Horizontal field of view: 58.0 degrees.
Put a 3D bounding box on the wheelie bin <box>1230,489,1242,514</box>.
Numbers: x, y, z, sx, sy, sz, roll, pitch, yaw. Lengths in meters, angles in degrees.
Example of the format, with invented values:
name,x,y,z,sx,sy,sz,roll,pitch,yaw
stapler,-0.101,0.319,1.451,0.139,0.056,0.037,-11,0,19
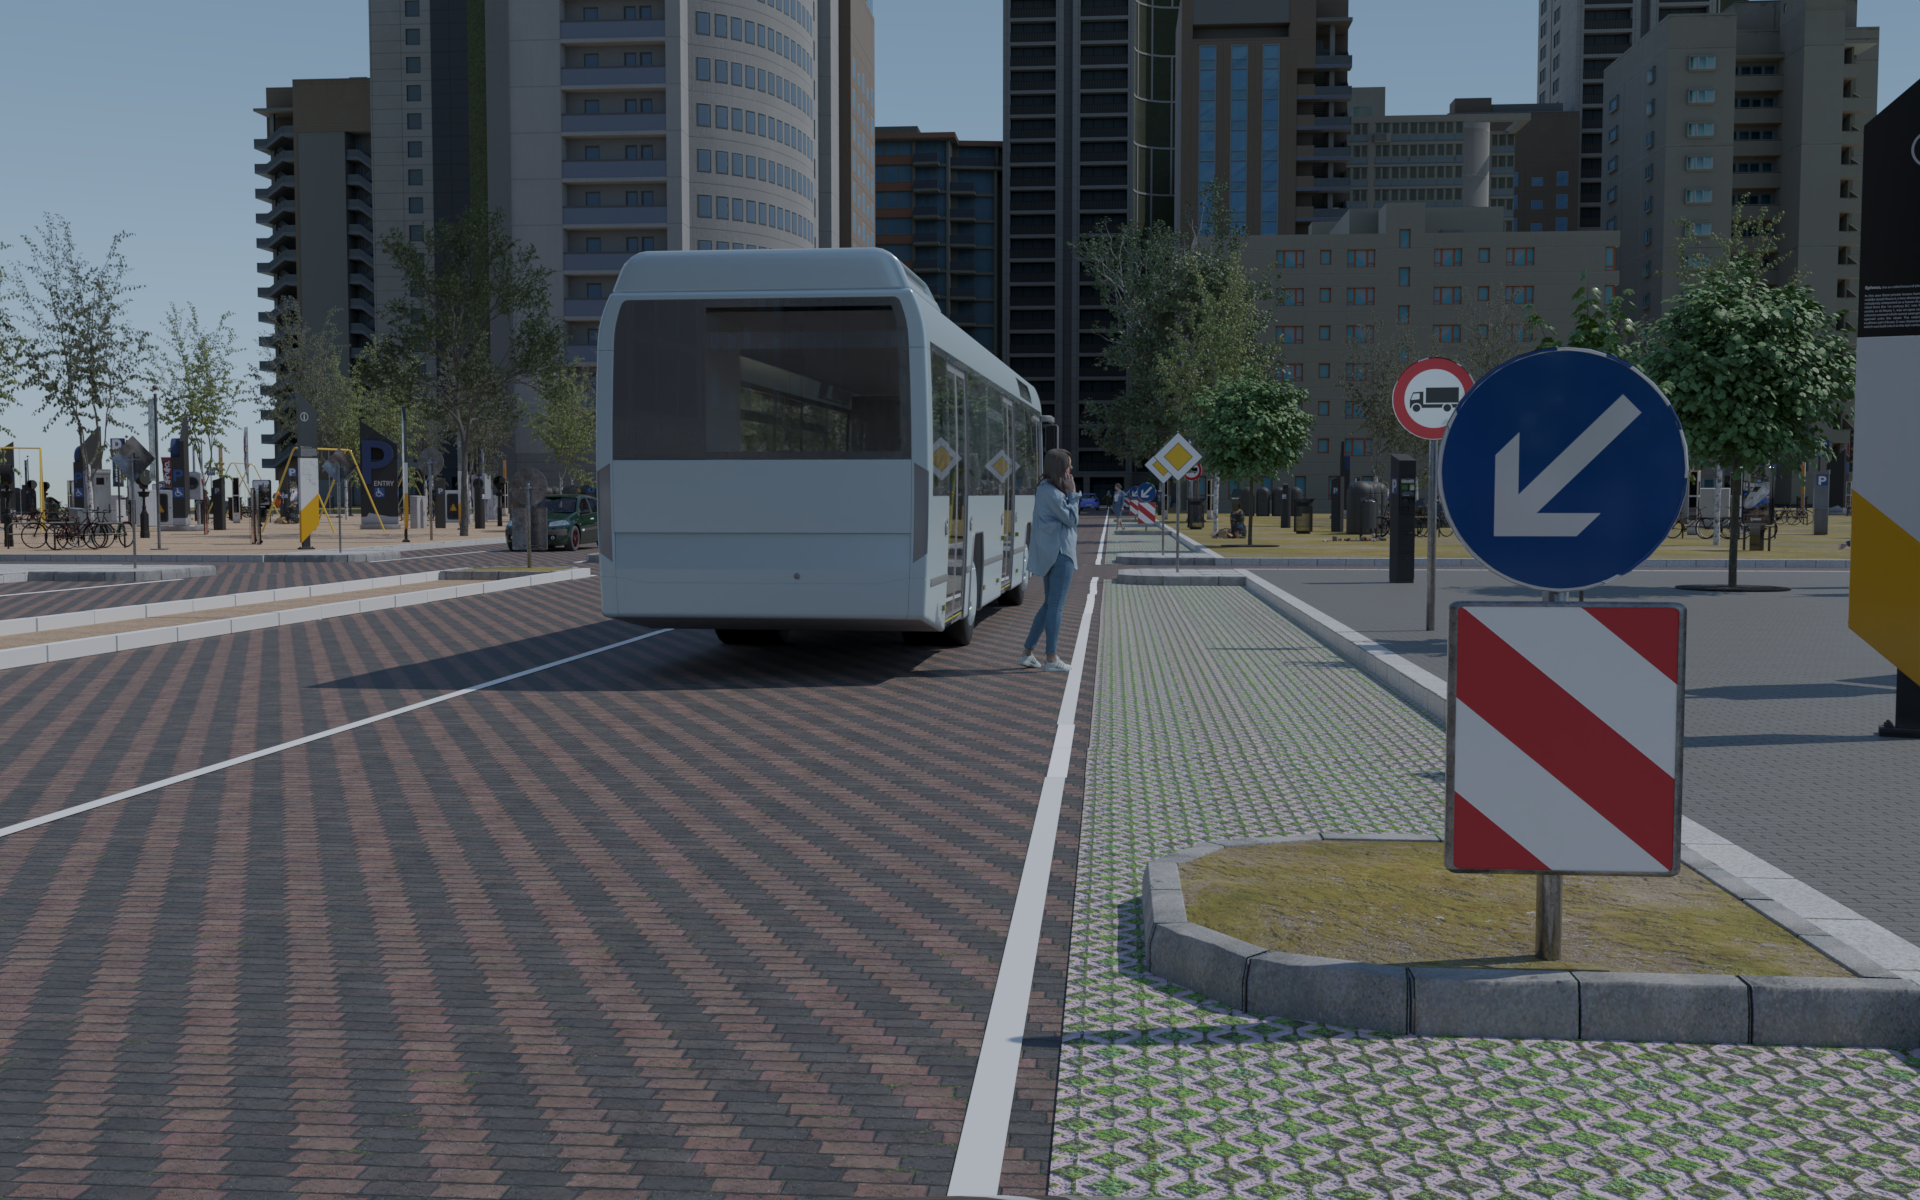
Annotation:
name,x,y,z,sx,sy,sz,roll,pitch,yaw
wheelie bin,16.413,-5.780,102.404,0.980,1.594,0.693,3,5,40

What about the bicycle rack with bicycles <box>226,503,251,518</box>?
name,x,y,z,sx,sy,sz,roll,pitch,yaw
bicycle rack with bicycles,-39.044,-4.956,94.419,2.925,0.926,2.852,-3,5,-41

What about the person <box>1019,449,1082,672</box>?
name,x,y,z,sx,sy,sz,roll,pitch,yaw
person,0.725,-0.320,14.003,0.793,1.790,0.793,-3,5,-43

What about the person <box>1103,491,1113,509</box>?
name,x,y,z,sx,sy,sz,roll,pitch,yaw
person,13.847,-9.349,162.080,1.217,1.736,0.721,-3,4,-37

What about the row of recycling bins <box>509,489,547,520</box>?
name,x,y,z,sx,sy,sz,roll,pitch,yaw
row of recycling bins,-14.968,-3.214,59.660,1.069,1.692,3.534,-1,4,-17

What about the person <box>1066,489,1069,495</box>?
name,x,y,z,sx,sy,sz,roll,pitch,yaw
person,5.893,-5.259,94.587,0.391,1.810,0.635,-1,4,-18

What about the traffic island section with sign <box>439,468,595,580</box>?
name,x,y,z,sx,sy,sz,roll,pitch,yaw
traffic island section with sign,-7.550,-1.308,29.523,2.006,1.907,1.989,0,4,5

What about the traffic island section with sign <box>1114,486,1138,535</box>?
name,x,y,z,sx,sy,sz,roll,pitch,yaw
traffic island section with sign,6.436,-3.198,60.918,1.989,1.847,2.006,0,4,5

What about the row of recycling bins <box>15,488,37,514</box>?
name,x,y,z,sx,sy,sz,roll,pitch,yaw
row of recycling bins,-59.645,-6.216,108.749,1.069,1.692,3.534,2,4,24

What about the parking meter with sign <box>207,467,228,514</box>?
name,x,y,z,sx,sy,sz,roll,pitch,yaw
parking meter with sign,-47.668,-7.042,111.399,1.738,3.016,0.543,2,4,34

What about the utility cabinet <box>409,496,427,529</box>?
name,x,y,z,sx,sy,sz,roll,pitch,yaw
utility cabinet,-20.191,-3.268,64.600,0.306,1.237,1.020,0,4,2

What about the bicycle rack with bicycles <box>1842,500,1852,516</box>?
name,x,y,z,sx,sy,sz,roll,pitch,yaw
bicycle rack with bicycles,52.085,-5.279,99.698,2.852,0.926,2.925,3,5,42

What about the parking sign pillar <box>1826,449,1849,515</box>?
name,x,y,z,sx,sy,sz,roll,pitch,yaw
parking sign pillar,52.991,-7.103,104.602,1.447,3.967,1.447,-1,4,-21

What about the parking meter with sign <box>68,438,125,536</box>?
name,x,y,z,sx,sy,sz,roll,pitch,yaw
parking meter with sign,-26.542,-3.485,53.236,0.543,3.016,1.738,1,4,23

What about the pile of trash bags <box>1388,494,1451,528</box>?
name,x,y,z,sx,sy,sz,roll,pitch,yaw
pile of trash bags,16.881,-3.418,65.630,3.447,1.369,1.912,-2,4,-24

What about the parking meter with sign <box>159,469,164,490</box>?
name,x,y,z,sx,sy,sz,roll,pitch,yaw
parking meter with sign,-45.277,-6.240,98.291,0.543,3.016,1.738,0,4,-3

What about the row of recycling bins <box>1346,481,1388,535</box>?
name,x,y,z,sx,sy,sz,roll,pitch,yaw
row of recycling bins,13.235,-2.995,56.080,1.069,1.692,3.534,1,4,23

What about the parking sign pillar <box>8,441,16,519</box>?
name,x,y,z,sx,sy,sz,roll,pitch,yaw
parking sign pillar,-48.907,-6.101,88.225,1.447,3.967,1.447,-3,4,-38

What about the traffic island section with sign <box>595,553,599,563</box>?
name,x,y,z,sx,sy,sz,roll,pitch,yaw
traffic island section with sign,-6.895,-1.759,36.902,2.006,1.907,1.989,0,4,5

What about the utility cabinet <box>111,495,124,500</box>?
name,x,y,z,sx,sy,sz,roll,pitch,yaw
utility cabinet,-51.093,-5.718,104.656,1.020,1.237,0.306,0,4,-1

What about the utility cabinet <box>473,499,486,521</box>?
name,x,y,z,sx,sy,sz,roll,pitch,yaw
utility cabinet,-22.614,-4.455,81.520,0.318,1.500,1.173,-2,4,-29

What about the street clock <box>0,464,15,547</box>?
name,x,y,z,sx,sy,sz,roll,pitch,yaw
street clock,-23.128,-2.293,42.064,0.358,2.002,0.471,-1,4,-21

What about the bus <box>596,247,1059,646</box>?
name,x,y,z,sx,sy,sz,roll,pitch,yaw
bus,-0.722,-1.514,19.618,2.948,3.499,13.247,0,4,7

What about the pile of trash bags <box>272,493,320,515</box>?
name,x,y,z,sx,sy,sz,roll,pitch,yaw
pile of trash bags,-41.718,-6.031,108.359,3.447,1.369,1.912,2,4,27

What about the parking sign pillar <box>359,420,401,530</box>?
name,x,y,z,sx,sy,sz,roll,pitch,yaw
parking sign pillar,-21.168,-4.566,63.121,1.447,3.967,1.447,-1,4,-16

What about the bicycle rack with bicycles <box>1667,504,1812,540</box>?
name,x,y,z,sx,sy,sz,roll,pitch,yaw
bicycle rack with bicycles,22.087,-2.215,49.593,2.852,0.926,2.925,-2,4,-32

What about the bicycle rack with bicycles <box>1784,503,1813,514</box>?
name,x,y,z,sx,sy,sz,roll,pitch,yaw
bicycle rack with bicycles,33.995,-3.586,72.015,2.925,0.926,2.852,1,4,22

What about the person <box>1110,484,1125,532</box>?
name,x,y,z,sx,sy,sz,roll,pitch,yaw
person,5.929,-3.417,64.395,0.654,1.822,0.581,-2,4,-28

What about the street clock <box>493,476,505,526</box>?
name,x,y,z,sx,sy,sz,roll,pitch,yaw
street clock,-18.235,-3.915,68.581,0.471,2.002,0.358,-1,4,-18

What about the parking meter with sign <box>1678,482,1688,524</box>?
name,x,y,z,sx,sy,sz,roll,pitch,yaw
parking meter with sign,31.781,-4.846,75.491,1.738,3.016,0.543,-1,4,-12

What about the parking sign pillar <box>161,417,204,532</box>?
name,x,y,z,sx,sy,sz,roll,pitch,yaw
parking sign pillar,-26.950,-4.368,59.882,1.447,3.967,1.447,-1,4,-17

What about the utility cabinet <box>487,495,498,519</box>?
name,x,y,z,sx,sy,sz,roll,pitch,yaw
utility cabinet,-23.830,-4.697,87.951,0.306,1.237,1.020,-3,5,-42

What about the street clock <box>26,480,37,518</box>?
name,x,y,z,sx,sy,sz,roll,pitch,yaw
street clock,-47.192,-5.108,88.083,0.471,2.002,0.358,-3,5,-44

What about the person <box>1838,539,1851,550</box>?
name,x,y,z,sx,sy,sz,roll,pitch,yaw
person,16.922,-1.103,32.027,0.738,1.151,1.012,-3,4,-36

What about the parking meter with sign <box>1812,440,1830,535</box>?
name,x,y,z,sx,sy,sz,roll,pitch,yaw
parking meter with sign,27.241,-3.582,54.827,0.543,3.016,1.738,1,4,23

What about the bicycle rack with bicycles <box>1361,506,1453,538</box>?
name,x,y,z,sx,sy,sz,roll,pitch,yaw
bicycle rack with bicycles,13.370,-2.352,51.834,2.925,0.926,2.852,0,4,-4

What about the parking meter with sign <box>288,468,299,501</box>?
name,x,y,z,sx,sy,sz,roll,pitch,yaw
parking meter with sign,-44.378,-7.296,115.545,0.543,3.016,1.738,-2,4,-31

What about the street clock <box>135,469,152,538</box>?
name,x,y,z,sx,sy,sz,roll,pitch,yaw
street clock,-23.732,-2.802,50.375,0.358,2.002,0.471,2,4,24

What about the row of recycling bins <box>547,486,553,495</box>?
name,x,y,z,sx,sy,sz,roll,pitch,yaw
row of recycling bins,-21.671,-5.254,93.017,1.069,1.692,3.534,1,4,10

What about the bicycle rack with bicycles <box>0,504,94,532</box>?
name,x,y,z,sx,sy,sz,roll,pitch,yaw
bicycle rack with bicycles,-34.296,-3.148,64.852,2.925,0.926,2.852,-1,4,-21

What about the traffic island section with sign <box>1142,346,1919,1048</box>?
name,x,y,z,sx,sy,sz,roll,pitch,yaw
traffic island section with sign,1.587,0.193,5.467,1.989,1.847,2.006,0,4,5

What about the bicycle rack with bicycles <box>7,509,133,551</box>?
name,x,y,z,sx,sy,sz,roll,pitch,yaw
bicycle rack with bicycles,-20.807,-1.676,40.786,2.852,0.926,2.925,2,4,30

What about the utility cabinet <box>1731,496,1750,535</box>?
name,x,y,z,sx,sy,sz,roll,pitch,yaw
utility cabinet,24.561,-2.639,54.303,1.020,1.237,0.306,-3,4,-37

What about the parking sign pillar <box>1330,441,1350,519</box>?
name,x,y,z,sx,sy,sz,roll,pitch,yaw
parking sign pillar,19.802,-6.162,89.220,1.447,3.967,1.447,1,4,10

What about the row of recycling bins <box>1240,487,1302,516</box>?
name,x,y,z,sx,sy,sz,roll,pitch,yaw
row of recycling bins,17.997,-5.688,100.119,3.534,1.692,1.069,0,4,5

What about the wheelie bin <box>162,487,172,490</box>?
name,x,y,z,sx,sy,sz,roll,pitch,yaw
wheelie bin,-36.534,-4.410,80.005,0.693,1.594,0.980,1,4,21

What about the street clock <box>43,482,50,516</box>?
name,x,y,z,sx,sy,sz,roll,pitch,yaw
street clock,-53.306,-5.895,100.957,0.471,2.002,0.358,0,4,8

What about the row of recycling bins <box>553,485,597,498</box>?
name,x,y,z,sx,sy,sz,roll,pitch,yaw
row of recycling bins,-16.729,-4.402,79.082,1.069,1.692,3.534,3,4,36

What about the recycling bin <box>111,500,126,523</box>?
name,x,y,z,sx,sy,sz,roll,pitch,yaw
recycling bin,-38.015,-3.992,77.830,0.722,1.027,0.722,0,4,6

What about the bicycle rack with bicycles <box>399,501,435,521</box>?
name,x,y,z,sx,sy,sz,roll,pitch,yaw
bicycle rack with bicycles,-25.973,-4.289,83.505,2.925,0.926,2.852,-2,4,-24

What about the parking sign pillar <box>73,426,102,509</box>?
name,x,y,z,sx,sy,sz,roll,pitch,yaw
parking sign pillar,-34.358,-4.879,68.241,1.447,3.967,1.447,0,4,5
